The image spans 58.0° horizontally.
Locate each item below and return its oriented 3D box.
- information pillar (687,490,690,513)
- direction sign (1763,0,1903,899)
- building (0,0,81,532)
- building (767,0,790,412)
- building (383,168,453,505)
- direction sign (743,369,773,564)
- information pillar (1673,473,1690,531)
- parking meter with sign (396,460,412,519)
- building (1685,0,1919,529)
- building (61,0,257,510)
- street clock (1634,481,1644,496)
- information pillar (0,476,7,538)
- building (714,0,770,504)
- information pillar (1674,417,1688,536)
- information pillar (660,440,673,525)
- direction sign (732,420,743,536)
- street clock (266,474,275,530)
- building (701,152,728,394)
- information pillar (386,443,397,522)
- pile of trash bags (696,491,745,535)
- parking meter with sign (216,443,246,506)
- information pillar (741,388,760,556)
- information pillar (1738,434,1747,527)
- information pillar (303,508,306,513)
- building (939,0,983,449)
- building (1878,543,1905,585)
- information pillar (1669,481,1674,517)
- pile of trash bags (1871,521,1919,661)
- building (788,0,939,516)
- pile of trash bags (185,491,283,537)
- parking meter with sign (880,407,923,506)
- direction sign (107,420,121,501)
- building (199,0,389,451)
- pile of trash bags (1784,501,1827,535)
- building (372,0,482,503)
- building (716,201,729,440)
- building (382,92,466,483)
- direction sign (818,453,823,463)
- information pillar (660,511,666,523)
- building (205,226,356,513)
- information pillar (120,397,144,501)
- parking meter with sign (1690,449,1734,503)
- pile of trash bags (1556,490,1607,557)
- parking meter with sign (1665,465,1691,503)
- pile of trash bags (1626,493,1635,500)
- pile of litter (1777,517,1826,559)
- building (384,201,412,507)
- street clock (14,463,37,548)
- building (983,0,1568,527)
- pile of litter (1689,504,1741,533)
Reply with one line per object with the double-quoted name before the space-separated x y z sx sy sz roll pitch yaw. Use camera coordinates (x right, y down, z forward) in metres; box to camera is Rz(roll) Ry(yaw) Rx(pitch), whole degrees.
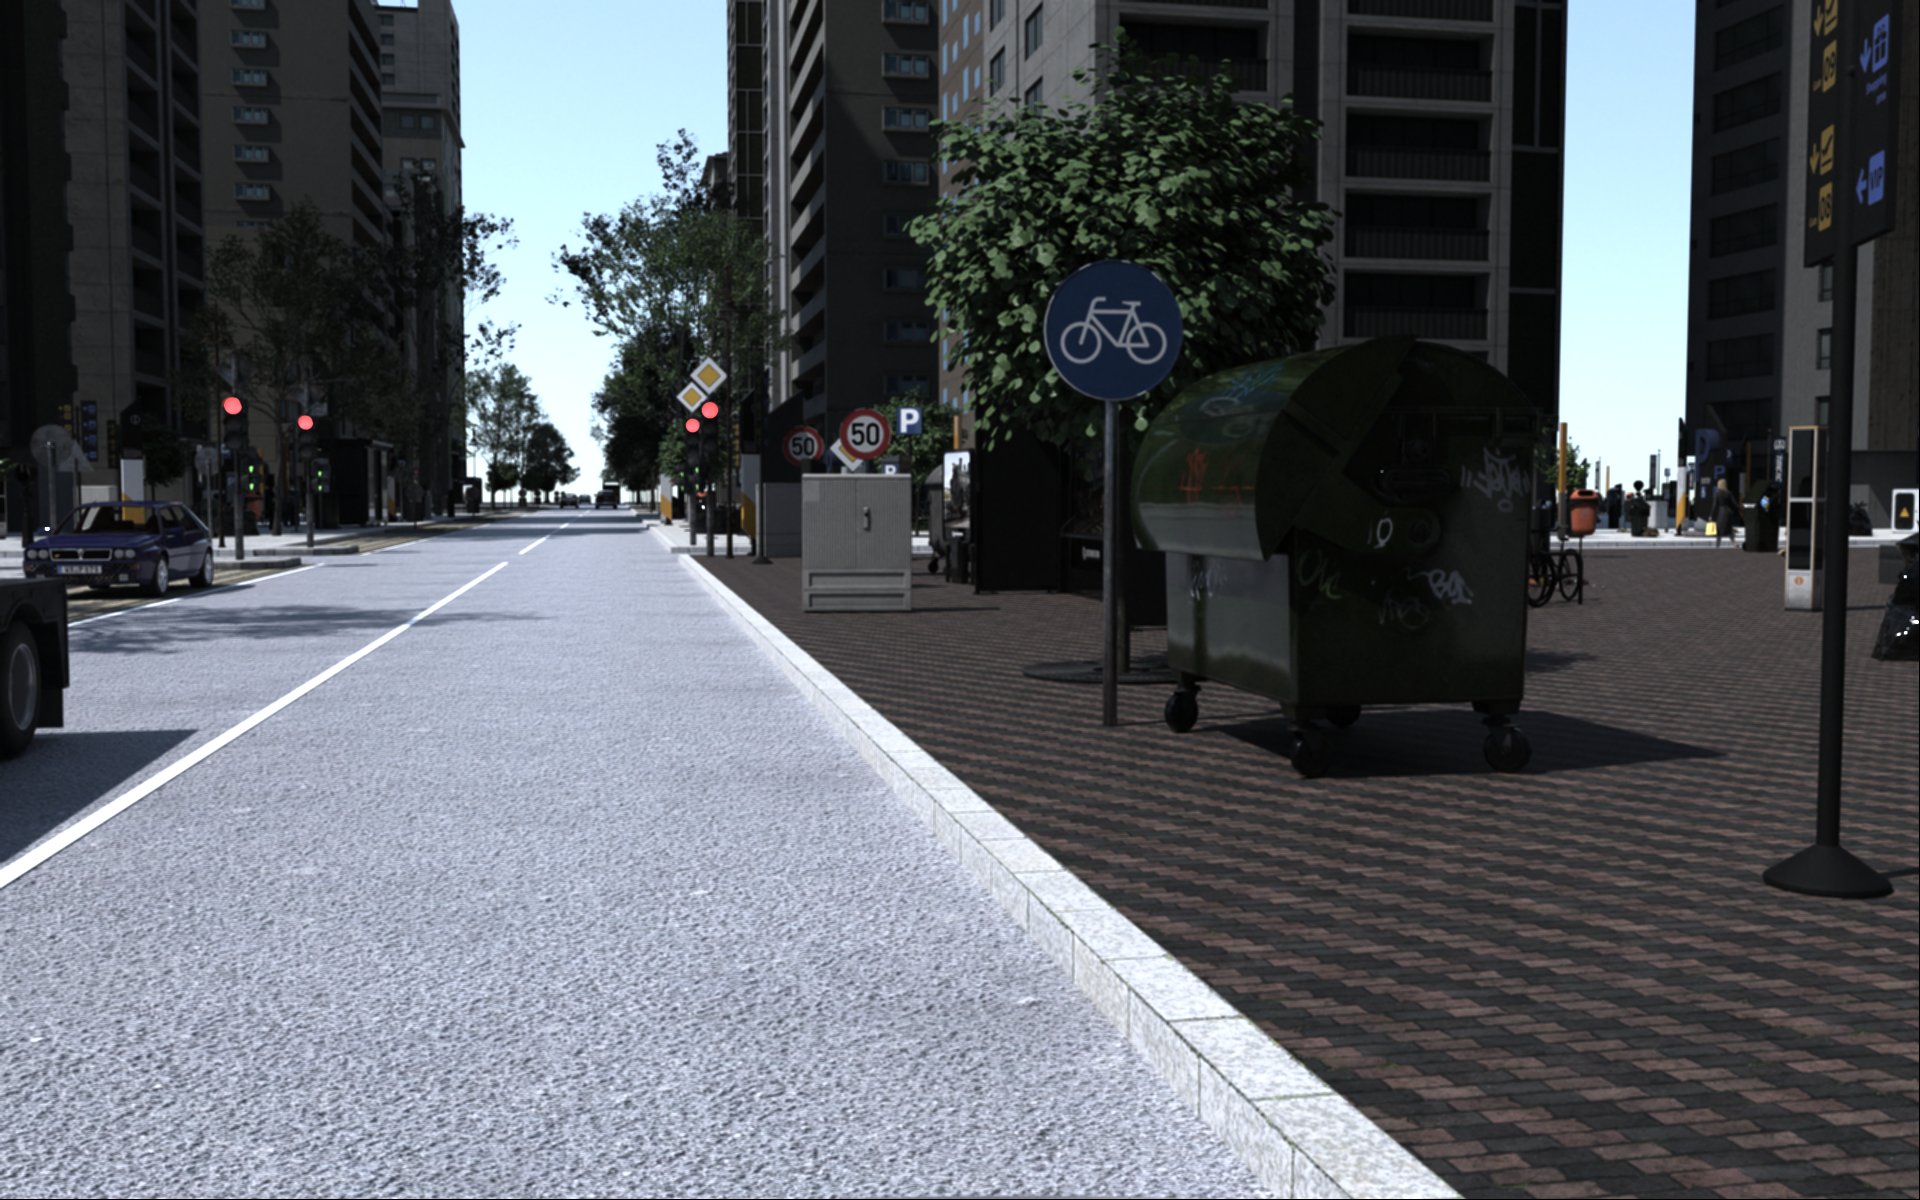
"information pillar" -18.442 -6.938 117.925 0.304 2.012 0.304 -2 4 -27
"direction sign" 2.838 -0.830 5.565 0.379 3.537 0.876 1 4 12
"building" -37.665 -17.289 54.372 14.160 30.474 14.107 -1 4 -11
"building" -5.970 -37.134 149.139 21.231 58.520 28.212 -1 4 -11
"building" -70.026 -32.254 210.950 14.154 41.232 14.086 -1 4 -11
"direction sign" -3.640 -2.435 31.805 0.379 3.537 0.876 0 4 8
"information pillar" 25.180 -3.415 60.330 0.304 2.012 0.304 -2 4 -27
"parking meter with sign" -28.362 -5.658 88.765 0.543 3.016 1.738 0 4 -4
"building" 38.704 -18.073 67.202 14.107 30.474 14.160 -1 4 -11
"building" -45.598 -39.336 81.391 20.563 71.187 20.611 -1 4 -11
"street clock" 36.363 -5.399 92.848 0.471 2.002 0.358 3 4 37
"information pillar" -28.299 -2.848 51.061 0.304 2.012 0.304 -2 4 -34
"building" -21.401 -48.143 225.389 20.563 71.187 20.611 -1 4 -11
"information pillar" 21.953 -3.751 52.683 0.183 3.616 0.504 0 4 1
"information pillar" -12.074 -4.884 71.205 0.504 3.616 0.183 0 4 5
"direction sign" -6.686 -3.745 53.231 0.876 3.537 0.379 3 4 39
"street clock" -24.688 -3.518 62.093 0.358 2.002 0.471 -1 4 -17
"building" -24.462 -41.295 264.417 28.713 52.752 27.495 -1 4 -11
"information pillar" -26.214 -5.400 79.647 0.183 3.616 0.504 3 4 37
"pile of trash bags" -7.848 -2.855 56.432 1.912 1.369 3.447 -2 4 -30
"parking meter with sign" -25.099 -3.904 60.092 0.543 3.016 1.738 0 4 3
"information pillar" -4.337 -2.740 36.156 0.504 3.616 0.183 -3 5 -40
"information pillar" 30.596 -4.669 67.688 0.183 3.616 0.504 3 5 40
"information pillar" -42.481 -6.599 112.384 0.304 2.012 0.304 -1 4 -17
"building" 7.041 -26.581 84.711 14.600 45.320 14.200 -1 4 -11
"building" 24.768 -28.879 14.166 21.231 58.520 28.212 -1 4 -11
"information pillar" 39.117 -5.534 94.966 0.304 2.012 0.304 -1 4 -21
"pile of trash bags" 8.680 -0.195 12.939 1.912 1.369 3.447 -3 5 -42
"building" 0.829 -29.727 109.737 21.300 48.544 21.600 -1 4 -11
"pile of trash bags" -22.573 -2.680 53.572 1.912 1.369 3.447 0 4 6
"parking meter with sign" -1.271 -2.308 33.996 0.543 3.016 1.738 1 4 19
"direction sign" -25.691 -3.727 52.940 0.876 3.537 0.379 1 4 22
"building" -61.884 -32.109 148.691 21.300 48.544 21.600 -1 4 -11
"pile of trash bags" 27.943 -2.889 56.980 3.447 1.369 1.912 1 4 15
"building" -81.557 -49.898 254.078 20.563 71.187 20.611 -1 4 -11
"building" -27.071 -34.220 243.094 14.154 41.232 14.086 -1 4 -11
"building" -81.100 -39.192 230.023 28.713 52.752 27.495 -1 4 -11
"direction sign" -6.000 -4.931 72.613 0.379 3.537 0.876 2 4 31
"information pillar" -12.968 -4.380 76.100 0.304 2.012 0.304 1 4 16
"building" -60.026 -17.073 124.190 27.650 21.520 28.899 -1 4 -11
"information pillar" -19.834 -3.069 41.539 0.183 3.616 0.504 3 5 45
"parking meter with sign" 28.892 -4.293 66.448 1.738 3.016 0.543 -2 4 -32
"pile of trash bags" 11.238 -1.562 35.295 3.447 1.369 1.912 1 4 9
"parking meter with sign" 48.167 -7.327 116.060 0.543 3.016 1.738 -3 5 -40
"pile of trash bags" 44.905 -6.638 118.280 3.447 1.369 1.912 -2 4 -35
"pile of litter" 16.940 -1.267 34.678 1.719 0.858 1.176 -2 4 -35
"building" -61.476 -24.237 167.977 14.160 30.474 14.107 -1 4 -11
"street clock" -22.144 -2.234 41.103 0.471 2.002 0.358 1 4 17
"building" 12.971 -38.354 65.347 20.611 71.187 20.563 -1 4 -11
"pile of litter" 25.138 -2.650 57.288 1.176 0.858 1.719 -1 4 -19
